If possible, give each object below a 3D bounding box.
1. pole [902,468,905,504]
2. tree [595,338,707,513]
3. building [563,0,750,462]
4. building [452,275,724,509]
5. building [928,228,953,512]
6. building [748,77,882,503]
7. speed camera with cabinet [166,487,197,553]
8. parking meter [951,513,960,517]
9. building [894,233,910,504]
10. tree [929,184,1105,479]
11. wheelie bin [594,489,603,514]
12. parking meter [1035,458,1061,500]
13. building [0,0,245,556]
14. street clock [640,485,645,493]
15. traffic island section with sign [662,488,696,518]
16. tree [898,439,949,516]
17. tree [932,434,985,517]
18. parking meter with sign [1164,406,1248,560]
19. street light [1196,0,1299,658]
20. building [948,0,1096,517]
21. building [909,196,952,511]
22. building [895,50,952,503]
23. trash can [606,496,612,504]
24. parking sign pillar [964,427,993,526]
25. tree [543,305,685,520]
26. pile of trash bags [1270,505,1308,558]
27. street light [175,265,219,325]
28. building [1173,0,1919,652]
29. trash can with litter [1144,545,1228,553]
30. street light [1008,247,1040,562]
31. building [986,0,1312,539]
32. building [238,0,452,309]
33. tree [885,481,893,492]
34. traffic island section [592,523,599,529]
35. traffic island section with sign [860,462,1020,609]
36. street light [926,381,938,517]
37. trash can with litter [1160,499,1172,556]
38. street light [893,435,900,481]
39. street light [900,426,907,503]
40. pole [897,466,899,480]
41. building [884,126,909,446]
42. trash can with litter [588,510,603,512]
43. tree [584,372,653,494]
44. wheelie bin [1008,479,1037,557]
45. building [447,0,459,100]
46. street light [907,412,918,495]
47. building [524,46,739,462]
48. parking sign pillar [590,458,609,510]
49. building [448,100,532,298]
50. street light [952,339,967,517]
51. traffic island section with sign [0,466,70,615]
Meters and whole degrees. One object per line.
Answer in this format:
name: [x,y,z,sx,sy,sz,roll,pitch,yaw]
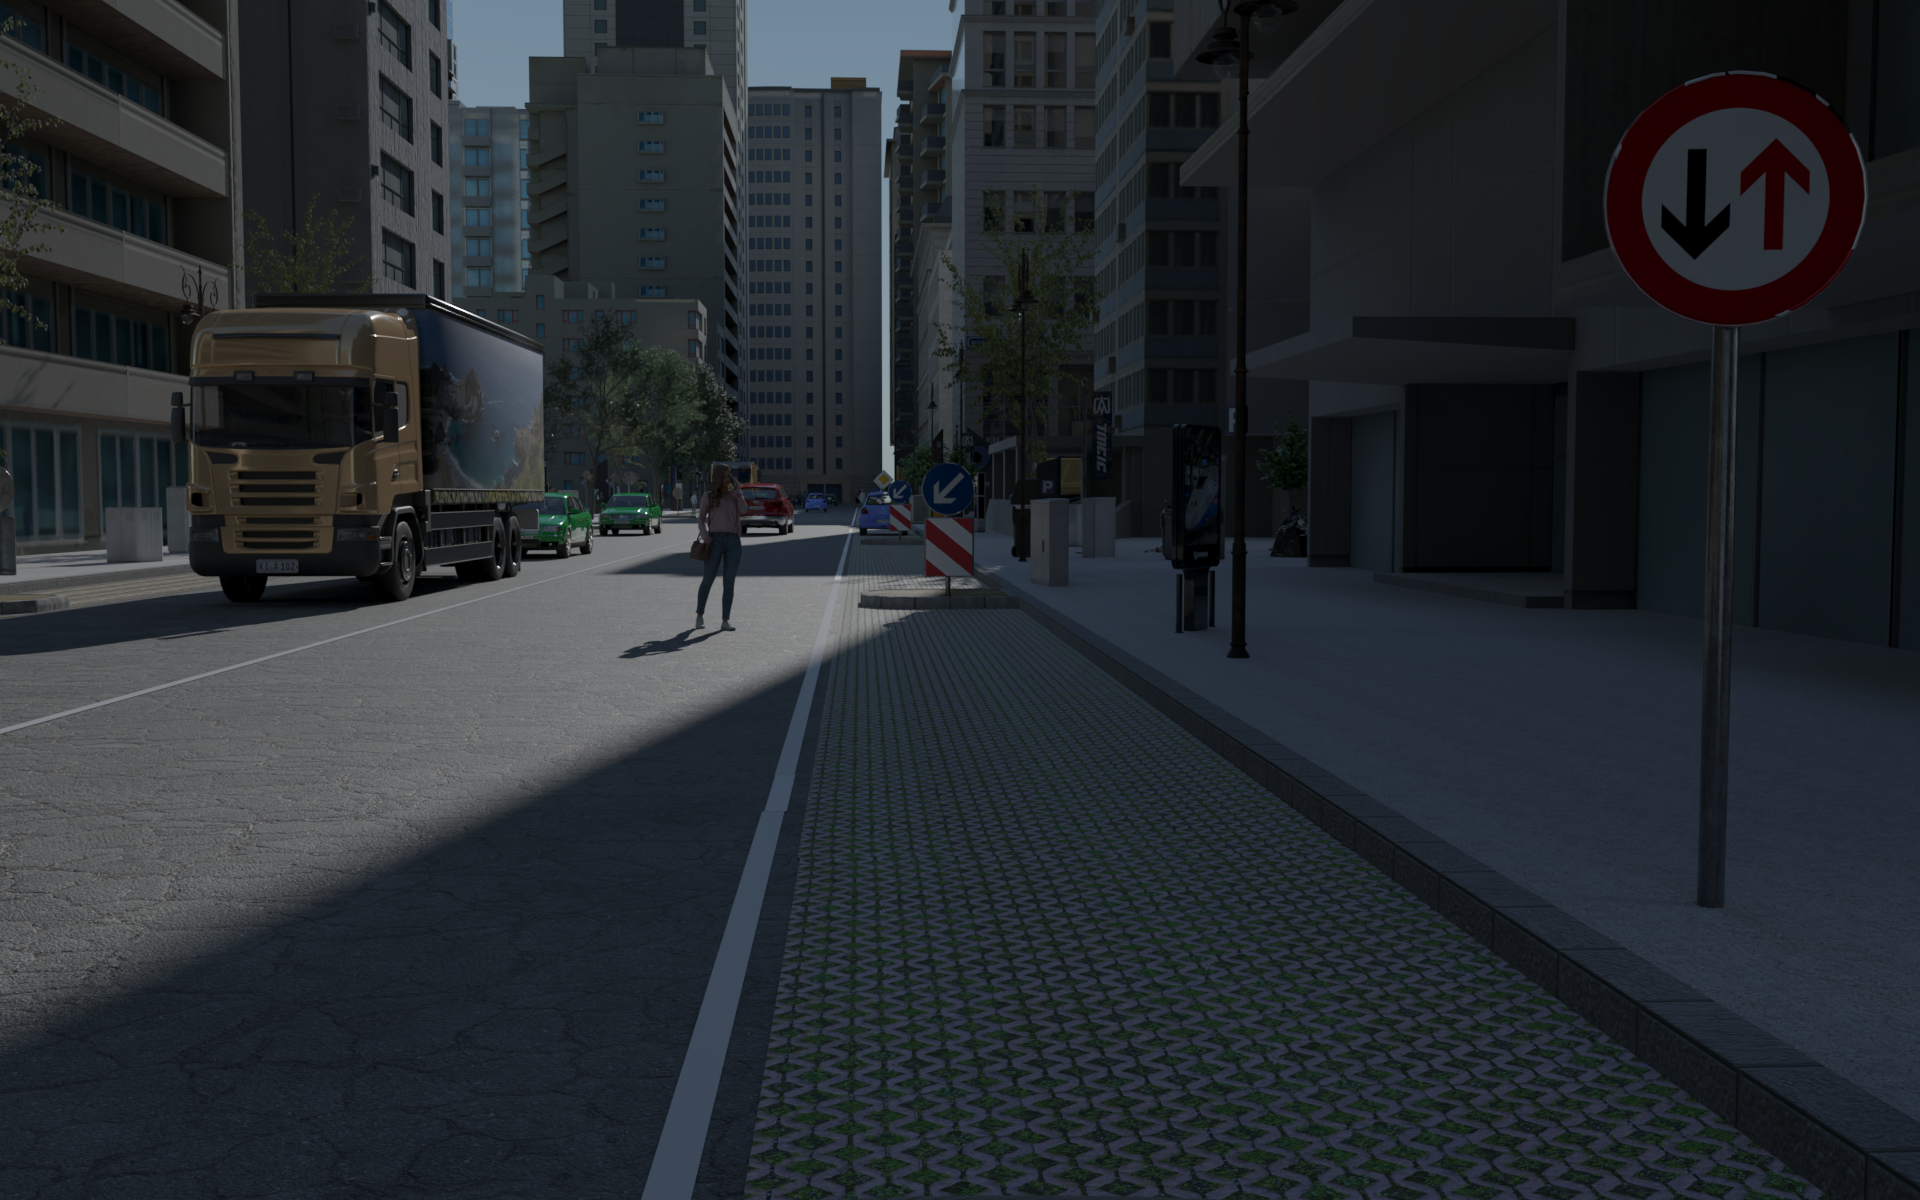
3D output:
pole: [-4.441,-8.687,135.874,0.158,3.312,0.155,0,3,0]
tree: [-20.389,-11.608,115.539,9.928,11.665,9.643,0,3,0]
building: [-37.353,-47.635,217.080,20.611,71.187,20.563,0,4,-3]
building: [-37.811,-19.715,167.379,27.650,21.520,28.899,0,4,-3]
building: [3.399,-16.009,116.502,10.420,20.320,16.860,0,4,-3]
building: [-25.291,-43.156,247.604,28.212,58.520,21.231,0,4,-3]
speed camera with cabinet: [-16.708,-2.706,38.575,0.660,3.252,2.038,1,4,19]
parking meter: [-0.152,-3.173,60.288,0.372,1.533,0.369,0,3,0]
building: [-0.400,-25.809,193.671,14.160,30.474,14.107,0,4,-3]
tree: [1.547,-5.505,40.369,4.737,8.622,4.395,0,3,0]
wheelie bin: [-23.302,-6.311,111.093,0.693,1.594,0.980,-3,5,-41]
parking meter: [1.416,-1.357,27.904,0.399,1.863,0.255,1,4,12]
building: [-29.110,-25.098,34.053,21.300,48.544,21.600,0,4,-3]
street clock: [-25.428,-8.193,138.518,0.471,2.002,0.358,1,4,16]
traffic island section with sign: [-16.819,-5.800,103.454,1.989,1.847,2.006,0,4,-3]
tree: [-1.840,-7.186,101.206,4.285,4.588,4.351,0,3,0]
tree: [-0.157,-3.730,55.579,1.663,3.219,1.824,0,3,0]
parking meter with sign: [4.799,-2.303,33.907,1.738,3.016,0.543,-2,4,-34]
street light: [2.184,-2.485,13.418,0.468,5.910,1.993,0,4,-3]
building: [14.603,-18.862,85.882,29.804,29.767,11.434,0,4,-3]
building: [4.365,-18.755,139.931,16.112,22.955,30.059,0,4,-3]
building: [4.820,-31.587,171.068,22.147,44.769,28.867,0,4,-3]
trash can: [-25.763,-7.103,127.795,0.748,1.137,0.748,0,3,0]
parking sign pillar: [0.819,-4.950,69.401,1.447,3.967,1.447,2,4,27]
tree: [-18.075,-9.247,85.597,7.601,10.594,8.767,2,4,32]
pile of trash bags: [8.111,-1.600,35.918,3.447,1.369,1.912,-3,5,-41]
street light: [-15.340,-3.813,35.130,0.468,5.910,1.993,0,4,-3]
building: [17.889,-26.190,17.448,28.713,52.752,27.495,0,4,-3]
trash can with litter: [4.807,-1.660,38.206,1.678,1.210,2.233,-1,4,-16]
street light: [1.190,-3.664,32.689,0.468,5.910,1.993,0,4,-3]
building: [17.417,-22.281,56.177,32.217,40.220,23.993,0,4,-3]
building: [-26.160,-17.735,61.667,14.107,30.474,14.160,0,4,-3]
tree: [-8.730,-13.007,207.259,1.663,3.219,1.824,0,3,0]
traffic island section: [-15.742,-3.461,78.872,2.009,0.180,2.903,0,4,-3]
traffic island section with sign: [-0.294,-0.841,22.372,1.989,1.847,2.006,0,4,-3]
street light: [-1.137,-6.003,70.943,0.468,5.910,1.993,0,4,-3]
trash can with litter: [4.654,-1.492,35.782,1.055,1.170,0.624,1,4,9]
street light: [-4.767,-9.902,134.680,0.468,5.910,1.993,0,4,-3]
street light: [-3.582,-8.732,115.555,0.468,5.910,1.993,0,4,-3]
pole: [-4.444,-7.968,124.114,0.158,3.312,0.155,0,3,0]
building: [2.828,-40.627,253.488,27.495,52.752,28.713,0,4,-3]
trash can with litter: [-26.827,-7.025,125.922,2.233,1.210,1.678,-1,4,-16]
tree: [-20.102,-9.275,102.015,4.360,8.622,3.978,0,3,0]
wheelie bin: [1.433,-1.676,35.304,0.980,1.594,0.693,2,4,29]
building: [-83.812,-56.938,243.605,31.000,86.520,22.319,0,4,-3]
street light: [-2.551,-7.562,96.420,0.468,5.910,1.993,0,4,-3]
building: [-36.065,-34.768,192.154,21.300,48.544,21.600,0,4,-3]
parking sign pillar: [-26.979,-8.636,129.669,1.447,3.967,1.447,0,4,-7]
building: [-63.509,-36.340,213.764,30.456,49.044,23.786,0,4,-3]
street light: [0.039,-4.834,51.817,0.468,5.910,1.993,0,4,-3]
traffic island section with sign: [-12.112,-0.764,21.121,1.989,1.847,2.006,0,4,-3]
